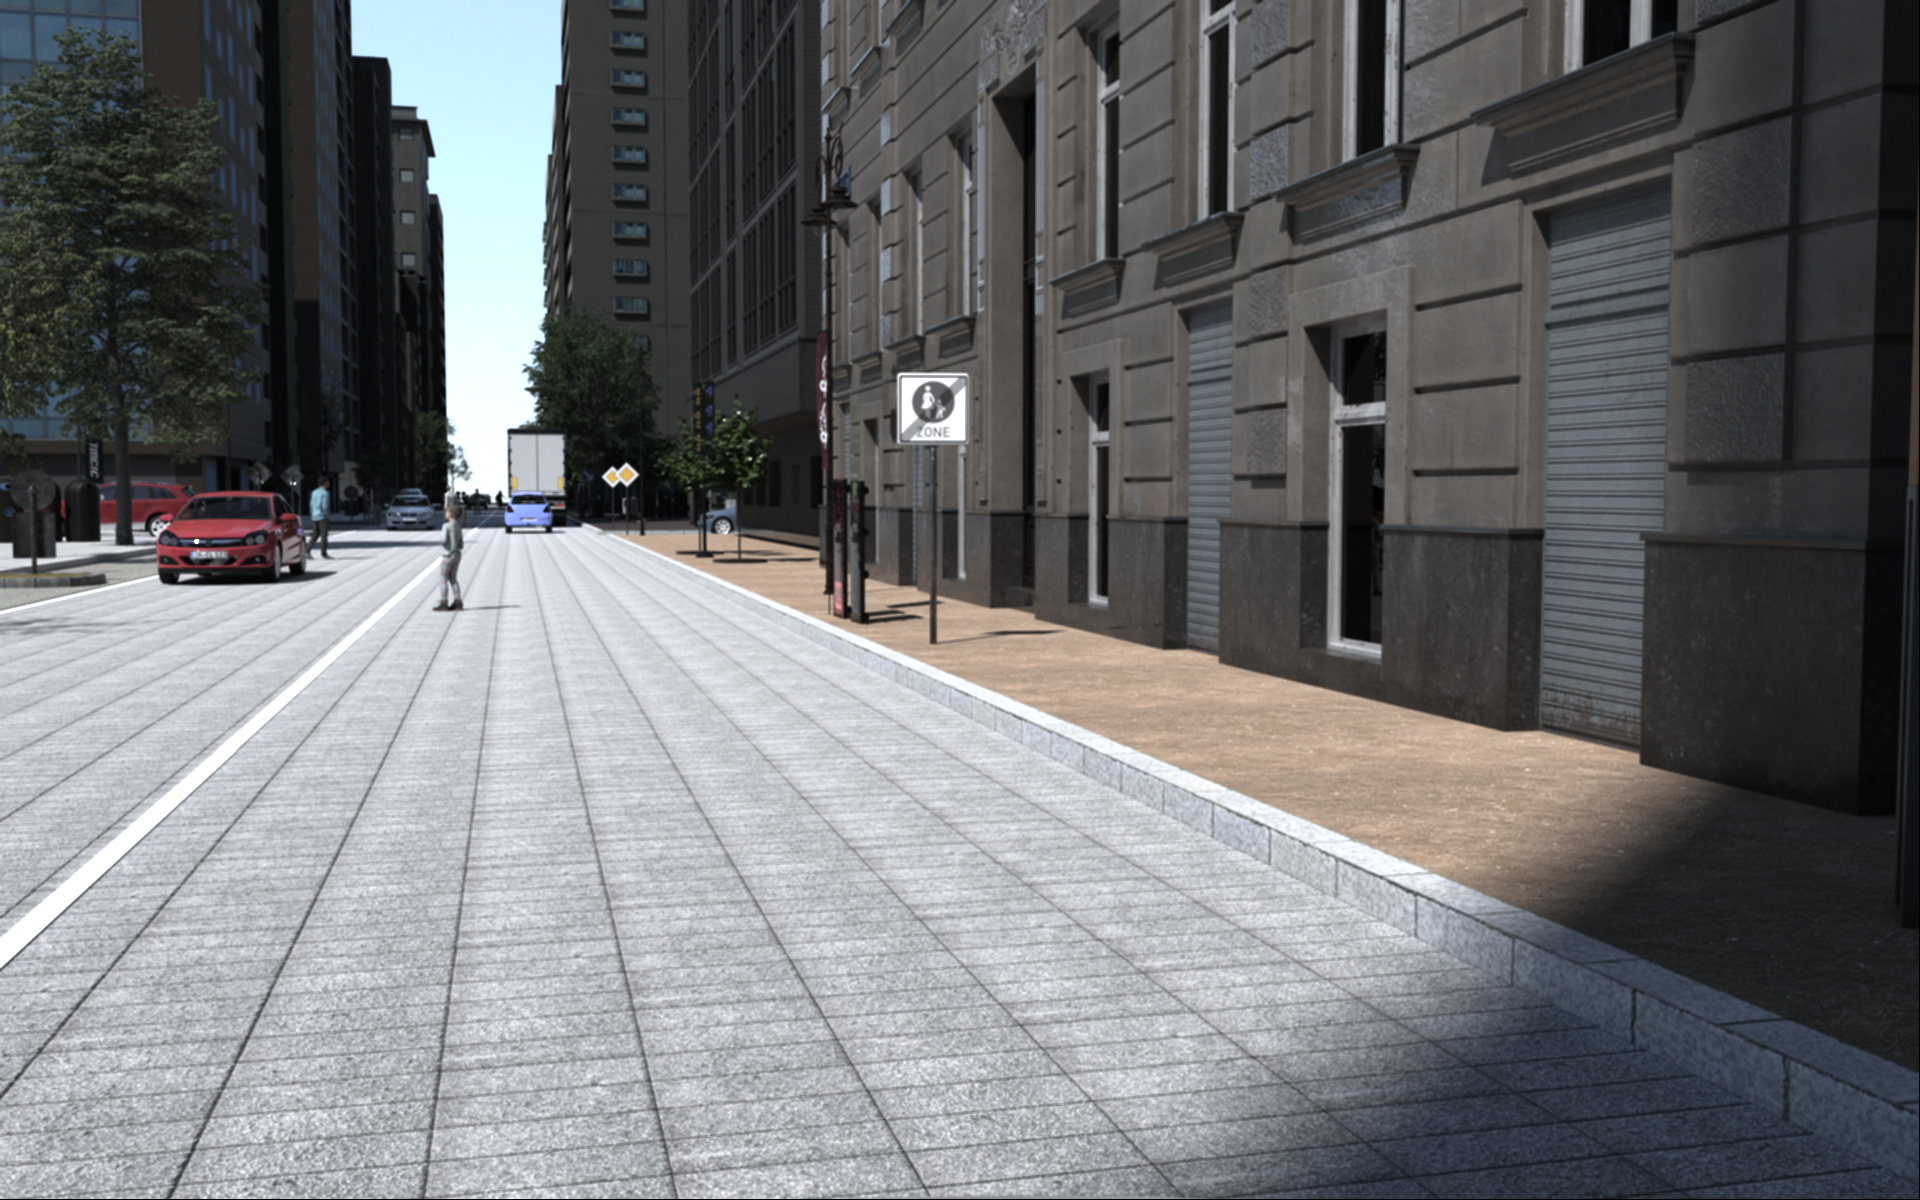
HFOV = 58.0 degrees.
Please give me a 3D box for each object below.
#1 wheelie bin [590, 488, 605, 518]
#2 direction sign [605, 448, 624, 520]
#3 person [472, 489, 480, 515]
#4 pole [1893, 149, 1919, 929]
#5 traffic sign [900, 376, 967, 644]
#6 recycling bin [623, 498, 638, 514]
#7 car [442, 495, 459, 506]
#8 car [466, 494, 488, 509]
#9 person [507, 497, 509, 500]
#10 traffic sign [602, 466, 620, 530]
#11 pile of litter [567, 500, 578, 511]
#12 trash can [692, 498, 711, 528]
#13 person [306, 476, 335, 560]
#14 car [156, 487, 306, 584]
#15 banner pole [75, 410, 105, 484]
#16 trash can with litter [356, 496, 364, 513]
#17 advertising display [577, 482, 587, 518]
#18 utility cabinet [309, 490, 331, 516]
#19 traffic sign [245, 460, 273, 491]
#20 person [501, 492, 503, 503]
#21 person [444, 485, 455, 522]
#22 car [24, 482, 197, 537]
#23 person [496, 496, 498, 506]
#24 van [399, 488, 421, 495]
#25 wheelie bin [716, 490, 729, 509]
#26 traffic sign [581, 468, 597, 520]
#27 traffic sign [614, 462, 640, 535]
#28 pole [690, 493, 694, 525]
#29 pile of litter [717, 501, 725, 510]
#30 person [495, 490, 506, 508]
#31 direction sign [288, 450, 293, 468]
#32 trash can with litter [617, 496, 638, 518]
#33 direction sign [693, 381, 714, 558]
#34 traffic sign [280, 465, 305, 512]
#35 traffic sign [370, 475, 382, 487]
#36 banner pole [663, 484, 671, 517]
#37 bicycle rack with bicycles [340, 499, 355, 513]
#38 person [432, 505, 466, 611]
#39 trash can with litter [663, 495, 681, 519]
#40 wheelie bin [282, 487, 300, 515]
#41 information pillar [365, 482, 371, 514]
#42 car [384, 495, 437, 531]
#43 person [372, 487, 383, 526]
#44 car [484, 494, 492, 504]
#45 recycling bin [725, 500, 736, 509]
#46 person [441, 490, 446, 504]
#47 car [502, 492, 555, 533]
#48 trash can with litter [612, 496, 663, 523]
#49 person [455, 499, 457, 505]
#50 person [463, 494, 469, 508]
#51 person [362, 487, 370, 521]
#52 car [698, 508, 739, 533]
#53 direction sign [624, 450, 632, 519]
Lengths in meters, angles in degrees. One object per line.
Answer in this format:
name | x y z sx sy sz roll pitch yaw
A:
wheelie bin | -19.617 -5.253 93.789 0.693 1.594 0.980 -3 4 -37
direction sign | -17.223 -5.732 85.721 0.876 3.537 0.379 2 4 34
person | -32.344 -6.554 115.833 0.511 1.800 0.466 0 4 -6
pole | 2.882 -0.686 5.064 0.158 3.312 0.155 0 3 0
traffic sign | -0.229 -0.771 14.743 0.606 2.300 0.079 0 4 -5
recycling bin | -20.961 -5.966 110.102 0.722 1.027 0.722 1 4 17
car | -58.089 -11.327 197.194 2.014 1.417 4.499 -1 4 -13
car | -46.733 -9.535 167.695 2.131 1.459 4.920 -1 4 -13
person | -40.814 -9.143 157.979 0.705 1.826 1.348 1 4 23
traffic sign | -12.395 -3.560 61.855 0.795 2.450 0.064 -1 4 -14
pile of litter | -29.659 -7.239 132.326 1.719 0.858 1.176 1 4 11
trash can | -9.907 -3.351 66.436 0.748 1.137 0.748 0 3 0
person | -14.047 -1.796 37.887 0.660 1.820 0.620 2 4 33
car | -12.231 -1.233 29.206 2.155 1.783 4.494 -1 4 -13
banner pole | -25.289 -3.684 50.254 0.863 3.779 0.401 -2 4 -31
trash can with litter | -40.591 -6.484 117.405 0.624 1.170 1.055 -1 4 -9
advertising display | -20.122 -5.322 92.236 0.123 1.923 0.974 -3 4 -38
utility cabinet | -37.518 -5.676 101.477 1.173 1.500 0.318 -2 4 -25
traffic sign | -20.818 -2.925 51.474 0.795 2.450 0.064 -1 4 -14
person | -53.563 -11.787 202.153 0.436 1.711 0.756 -1 4 -21
person | -20.896 -3.808 70.981 0.478 1.798 0.641 -2 4 -32
car | -26.452 -2.793 54.343 5.304 1.827 2.281 -1 4 -12
person | -52.838 -11.386 197.886 0.421 1.427 0.697 0 4 0
van | -38.814 -7.048 122.238 2.013 2.044 4.112 -1 4 -15
wheelie bin | -16.885 -7.023 122.739 0.980 1.594 0.693 -3 5 -43
traffic sign | -18.069 -5.150 84.313 0.768 2.556 0.104 -1 4 -13
traffic sign | -10.406 -3.087 54.120 0.795 2.450 0.064 -1 4 -14
pole | -11.233 -4.809 72.468 0.158 3.312 0.155 0 3 0
pile of litter | -14.593 -5.682 106.872 1.719 0.858 1.176 2 4 27
person | -46.749 -10.252 176.129 1.348 1.823 0.705 2 4 24
direction sign | -34.204 -5.907 88.570 0.379 3.537 0.876 0 4 -8
trash can with litter | -17.588 -4.901 91.521 0.624 1.170 1.055 2 4 35
direction sign | -5.173 -2.631 35.008 0.379 3.537 0.876 -2 4 -35
traffic sign | -22.807 -3.399 59.209 0.795 2.450 0.064 -1 4 -14
traffic sign | -39.484 -7.161 117.183 0.768 2.556 0.104 -1 4 -13
banner pole | -15.547 -6.217 91.670 0.401 3.779 0.863 2 4 25
bicycle rack with bicycles | -43.120 -6.608 121.428 2.925 0.926 2.852 -3 5 -45
person | -6.276 -0.518 21.250 0.394 1.301 0.425 0 4 3
trash can with litter | -14.761 -4.698 87.866 2.233 1.210 1.678 3 5 44
wheelie bin | -30.628 -4.363 79.243 0.693 1.594 0.980 -3 5 -40
information pillar | -37.470 -6.432 109.662 0.304 2.012 0.304 -2 4 -28
car | -21.889 -3.491 69.085 2.014 1.417 4.499 -1 4 -15
person | -26.274 -4.220 78.041 0.362 1.759 0.519 3 5 40
car | -66.859 -14.271 243.557 2.015 1.641 3.980 -1 4 -15
recycling bin | -10.485 -4.145 80.324 0.722 1.027 0.722 -1 4 -18
person | -41.383 -7.967 139.475 1.217 1.735 0.721 3 4 37
car | -16.089 -3.364 64.588 1.945 1.707 3.694 -1 4 -14
trash can with litter | -14.500 -3.989 76.272 1.678 1.210 2.233 -3 5 -41
person | -23.109 -4.147 78.902 0.503 1.515 0.523 -3 5 -41
person | -49.386 -9.883 173.313 0.697 1.427 0.421 3 4 39
person | -29.019 -4.642 84.736 0.374 1.781 0.599 -3 4 -39
car | -6.825 -2.940 60.079 4.499 1.417 2.014 -1 4 -14
direction sign | -17.326 -5.991 89.944 0.876 3.537 0.379 2 4 34
